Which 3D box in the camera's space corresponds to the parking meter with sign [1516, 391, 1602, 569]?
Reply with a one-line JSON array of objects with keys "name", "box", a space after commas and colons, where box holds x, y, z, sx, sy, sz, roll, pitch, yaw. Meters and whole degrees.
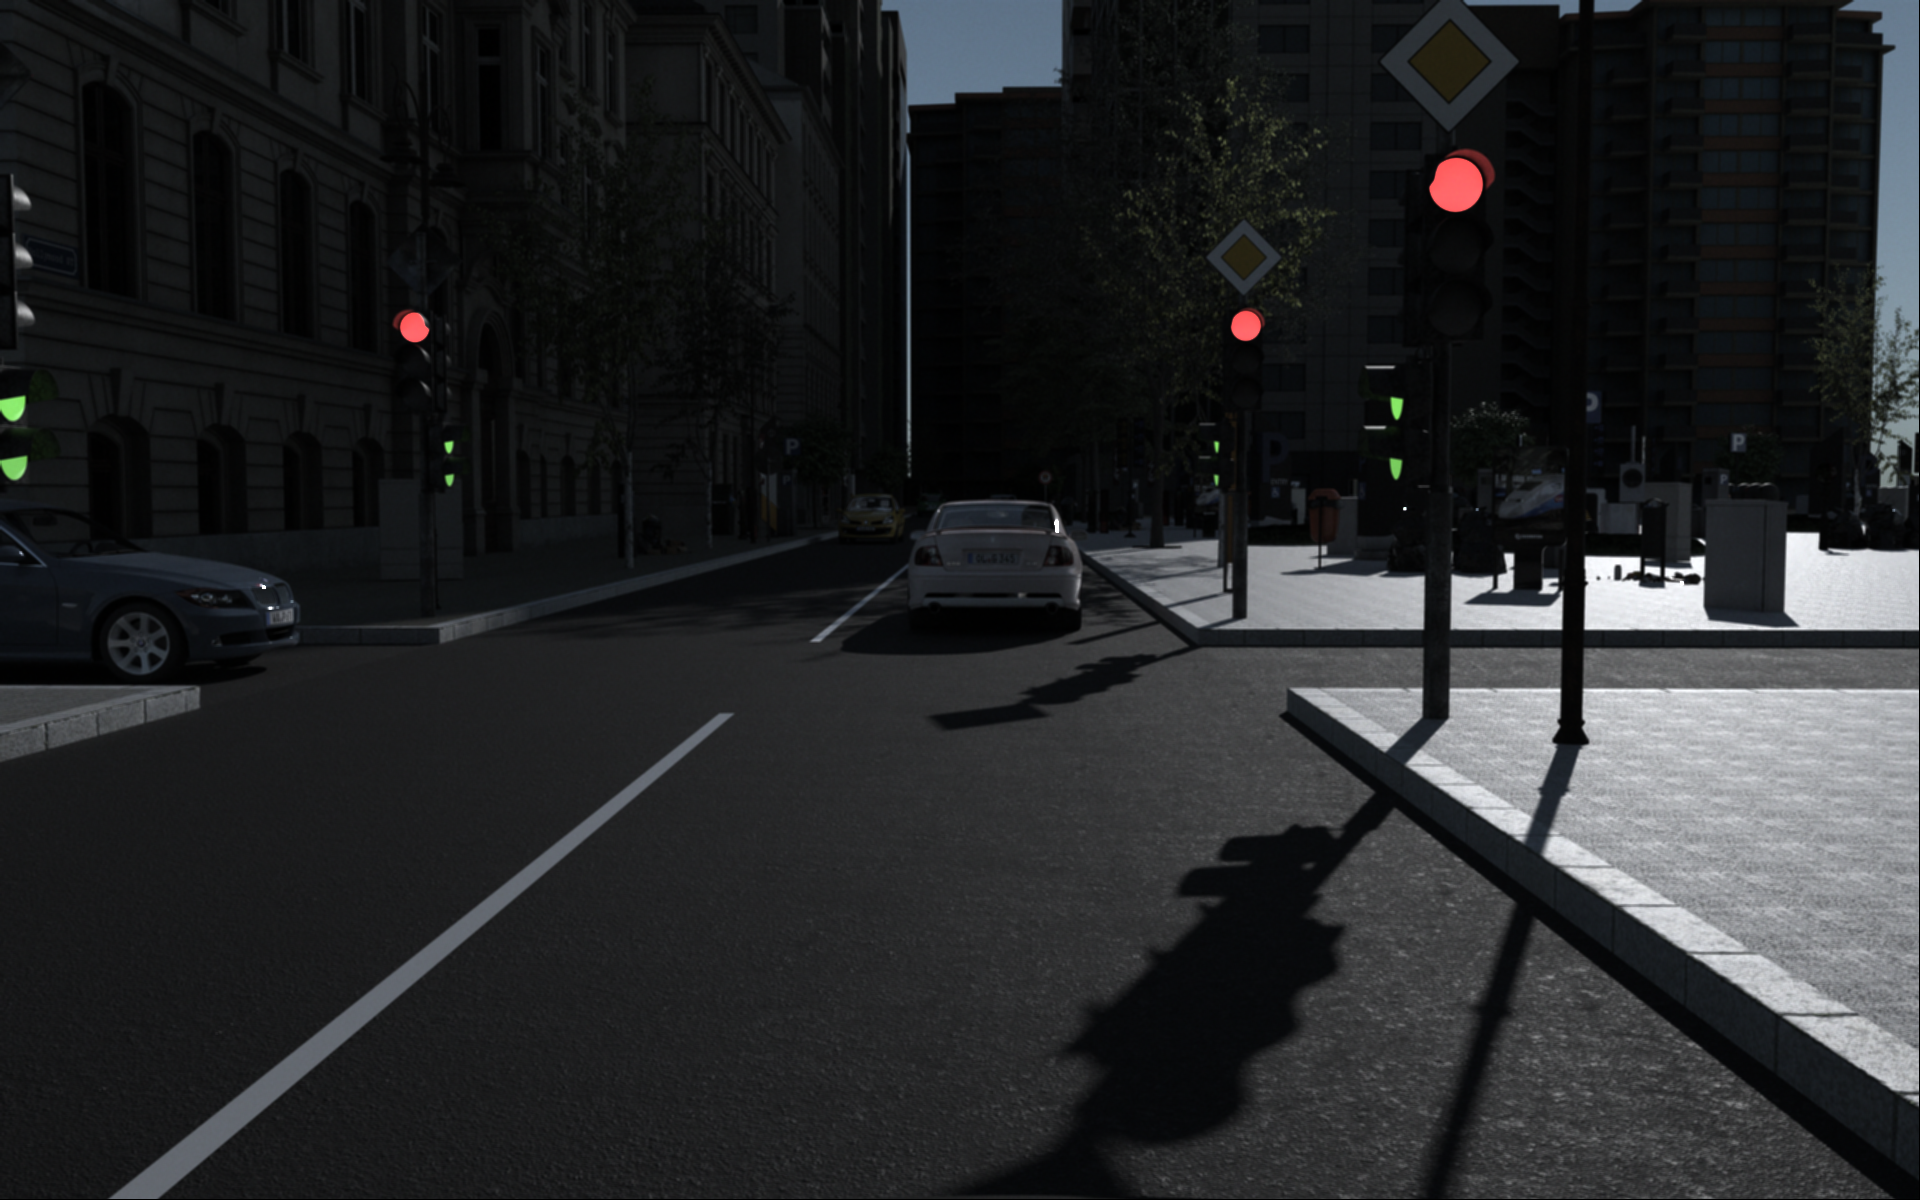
[{"name": "parking meter with sign", "box": [10.321, -2.070, 30.107, 0.543, 3.016, 1.738, -1, 4, -18]}]

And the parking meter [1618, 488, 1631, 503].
[{"name": "parking meter", "box": [27.101, -3.818, 70.831, 0.372, 1.533, 0.369, 0, 3, 0]}]

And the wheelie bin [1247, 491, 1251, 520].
[{"name": "wheelie bin", "box": [14.534, -4.714, 84.983, 0.693, 1.594, 0.980, -2, 4, -28]}]

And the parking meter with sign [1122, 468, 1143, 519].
[{"name": "parking meter with sign", "box": [8.848, -5.691, 89.308, 0.543, 3.016, 1.738, -2, 4, -29]}]

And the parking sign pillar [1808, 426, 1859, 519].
[{"name": "parking sign pillar", "box": [34.791, -4.951, 69.423, 1.447, 3.967, 1.447, -3, 4, -39]}]

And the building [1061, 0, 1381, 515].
[{"name": "building", "box": [18.252, -42.171, 127.748, 20.563, 71.187, 20.611, 0, 4, 1]}]

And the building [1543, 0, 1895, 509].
[{"name": "building", "box": [66.114, -30.564, 154.347, 28.867, 44.769, 22.147, 0, 4, 1]}]

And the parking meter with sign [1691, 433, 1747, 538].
[{"name": "parking meter with sign", "box": [21.931, -3.302, 50.250, 0.543, 3.016, 1.738, -1, 4, -17]}]

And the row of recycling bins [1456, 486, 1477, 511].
[{"name": "row of recycling bins", "box": [23.734, -4.680, 83.636, 3.534, 1.692, 1.069, 0, 4, -2]}]

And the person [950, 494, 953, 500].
[{"name": "person", "box": [-0.856, -9.029, 159.382, 0.557, 1.426, 1.065, 2, 4, 26]}]

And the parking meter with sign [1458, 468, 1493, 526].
[{"name": "parking meter with sign", "box": [15.743, -3.378, 51.494, 1.738, 3.016, 0.543, 2, 4, 26]}]

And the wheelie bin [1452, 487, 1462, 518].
[{"name": "wheelie bin", "box": [23.403, -4.546, 82.241, 0.693, 1.594, 0.980, -1, 4, -15]}]

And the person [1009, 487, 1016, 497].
[{"name": "person", "box": [2.791, -5.280, 94.833, 0.705, 1.822, 1.348, 2, 4, 34]}]

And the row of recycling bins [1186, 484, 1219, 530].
[{"name": "row of recycling bins", "box": [9.188, -3.446, 63.451, 1.069, 1.692, 3.534, -1, 4, -11]}]

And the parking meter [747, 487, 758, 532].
[{"name": "parking meter", "box": [-7.041, -3.075, 58.683, 0.372, 1.533, 0.369, 0, 3, 0]}]

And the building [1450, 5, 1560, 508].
[{"name": "building", "box": [44.646, -31.047, 157.732, 14.200, 45.320, 14.600, 0, 4, 1]}]

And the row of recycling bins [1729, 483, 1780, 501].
[{"name": "row of recycling bins", "box": [31.181, -3.754, 68.489, 1.069, 1.692, 3.534, 0, 4, -6]}]

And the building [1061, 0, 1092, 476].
[{"name": "building", "box": [22.824, -34.434, 152.231, 28.713, 52.752, 27.495, 0, 4, 1]}]

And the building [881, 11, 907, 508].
[{"name": "building", "box": [-12.335, -31.157, 159.532, 14.200, 45.320, 14.600, 0, 4, 1]}]

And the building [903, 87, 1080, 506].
[{"name": "building", "box": [7.201, -32.701, 189.292, 28.867, 44.769, 22.147, 0, 4, 1]}]

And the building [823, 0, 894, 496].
[{"name": "building", "box": [-12.957, -28.161, 144.029, 14.154, 41.232, 14.086, 0, 4, 1]}]

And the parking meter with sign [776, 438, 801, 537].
[{"name": "parking meter with sign", "box": [-5.256, -3.463, 52.876, 0.543, 3.016, 1.738, 0, 4, 5]}]

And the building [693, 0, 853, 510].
[{"name": "building", "box": [-13.852, -20.148, 101.126, 14.160, 30.474, 14.107, 0, 4, 1]}]

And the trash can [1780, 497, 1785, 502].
[{"name": "trash can", "box": [39.503, -4.413, 83.803, 0.748, 1.137, 0.748, 0, 3, 0]}]

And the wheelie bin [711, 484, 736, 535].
[{"name": "wheelie bin", "box": [-7.433, -2.831, 54.187, 0.980, 1.594, 0.693, 1, 4, 15]}]

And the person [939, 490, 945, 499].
[{"name": "person", "box": [-1.545, -7.534, 132.418, 1.217, 1.736, 0.721, 3, 5, 43]}]

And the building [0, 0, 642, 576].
[{"name": "building", "box": [-15.682, -13.303, 36.594, 14.460, 24.649, 34.723, 0, 4, 1]}]

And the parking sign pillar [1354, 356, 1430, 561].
[{"name": "parking sign pillar", "box": [8.494, -2.781, 33.940, 1.447, 3.967, 1.447, -1, 4, -11]}]

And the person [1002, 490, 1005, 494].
[{"name": "person", "box": [4.083, -9.318, 160.864, 0.705, 1.822, 1.348, -1, 4, -16]}]

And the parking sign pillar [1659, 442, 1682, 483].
[{"name": "parking sign pillar", "box": [37.259, -6.261, 90.845, 1.447, 3.967, 1.447, -1, 4, -12]}]

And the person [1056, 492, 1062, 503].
[{"name": "person", "box": [9.779, -10.041, 172.670, 1.348, 1.824, 0.705, -3, 5, -43]}]

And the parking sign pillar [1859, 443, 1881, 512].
[{"name": "parking sign pillar", "box": [45.096, -5.976, 86.178, 1.447, 3.967, 1.447, -1, 4, -14]}]

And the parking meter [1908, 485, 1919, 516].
[{"name": "parking meter", "box": [25.409, -2.301, 46.029, 0.372, 1.533, 0.369, 0, 3, 0]}]

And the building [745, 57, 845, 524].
[{"name": "building", "box": [-11.131, -14.291, 82.808, 9.793, 20.994, 18.267, 0, 4, 1]}]

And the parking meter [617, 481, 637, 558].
[{"name": "parking meter", "box": [-6.698, -1.617, 34.848, 0.372, 1.533, 0.369, 0, 3, 0]}]

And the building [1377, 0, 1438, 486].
[{"name": "building", "box": [17.343, -40.914, 107.190, 20.563, 71.187, 20.611, 0, 4, 1]}]

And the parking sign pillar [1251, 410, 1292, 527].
[{"name": "parking sign pillar", "box": [9.815, -4.044, 54.590, 1.447, 3.967, 1.447, -2, 4, -30]}]

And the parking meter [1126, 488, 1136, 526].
[{"name": "parking meter", "box": [6.889, -3.753, 69.771, 0.372, 1.533, 0.369, 0, 3, 0]}]

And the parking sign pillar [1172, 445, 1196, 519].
[{"name": "parking sign pillar", "box": [11.879, -6.268, 90.949, 1.447, 3.967, 1.447, -2, 4, -25]}]

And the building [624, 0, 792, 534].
[{"name": "building", "box": [-12.574, -12.203, 64.150, 10.561, 19.102, 19.286, 0, 4, 1]}]

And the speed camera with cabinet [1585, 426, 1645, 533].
[{"name": "speed camera with cabinet", "box": [18.753, -3.418, 50.215, 2.038, 3.252, 0.660, 1, 4, 19]}]

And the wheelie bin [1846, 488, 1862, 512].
[{"name": "wheelie bin", "box": [43.417, -4.668, 84.227, 0.693, 1.594, 0.980, 3, 5, 41]}]
